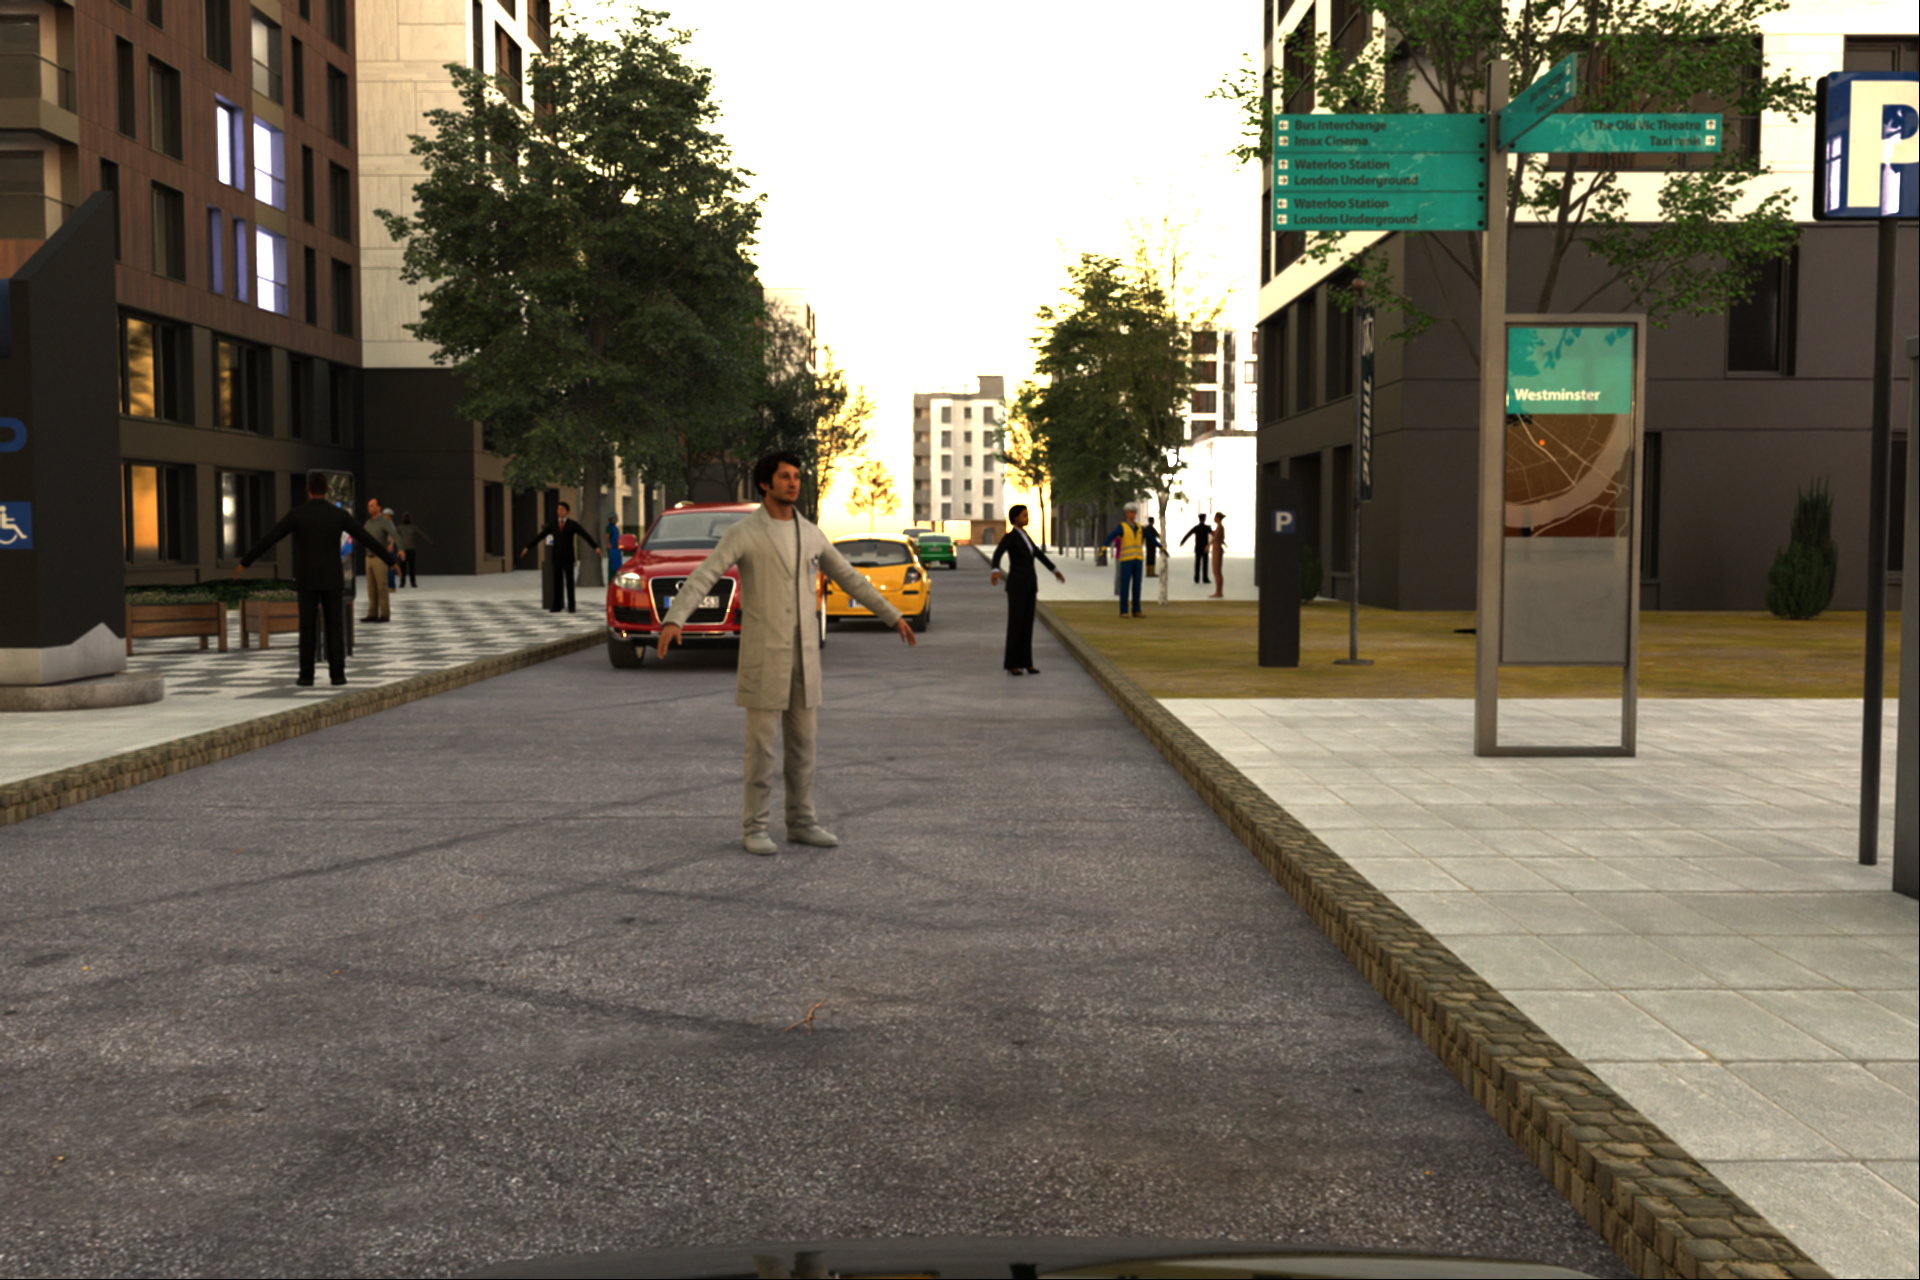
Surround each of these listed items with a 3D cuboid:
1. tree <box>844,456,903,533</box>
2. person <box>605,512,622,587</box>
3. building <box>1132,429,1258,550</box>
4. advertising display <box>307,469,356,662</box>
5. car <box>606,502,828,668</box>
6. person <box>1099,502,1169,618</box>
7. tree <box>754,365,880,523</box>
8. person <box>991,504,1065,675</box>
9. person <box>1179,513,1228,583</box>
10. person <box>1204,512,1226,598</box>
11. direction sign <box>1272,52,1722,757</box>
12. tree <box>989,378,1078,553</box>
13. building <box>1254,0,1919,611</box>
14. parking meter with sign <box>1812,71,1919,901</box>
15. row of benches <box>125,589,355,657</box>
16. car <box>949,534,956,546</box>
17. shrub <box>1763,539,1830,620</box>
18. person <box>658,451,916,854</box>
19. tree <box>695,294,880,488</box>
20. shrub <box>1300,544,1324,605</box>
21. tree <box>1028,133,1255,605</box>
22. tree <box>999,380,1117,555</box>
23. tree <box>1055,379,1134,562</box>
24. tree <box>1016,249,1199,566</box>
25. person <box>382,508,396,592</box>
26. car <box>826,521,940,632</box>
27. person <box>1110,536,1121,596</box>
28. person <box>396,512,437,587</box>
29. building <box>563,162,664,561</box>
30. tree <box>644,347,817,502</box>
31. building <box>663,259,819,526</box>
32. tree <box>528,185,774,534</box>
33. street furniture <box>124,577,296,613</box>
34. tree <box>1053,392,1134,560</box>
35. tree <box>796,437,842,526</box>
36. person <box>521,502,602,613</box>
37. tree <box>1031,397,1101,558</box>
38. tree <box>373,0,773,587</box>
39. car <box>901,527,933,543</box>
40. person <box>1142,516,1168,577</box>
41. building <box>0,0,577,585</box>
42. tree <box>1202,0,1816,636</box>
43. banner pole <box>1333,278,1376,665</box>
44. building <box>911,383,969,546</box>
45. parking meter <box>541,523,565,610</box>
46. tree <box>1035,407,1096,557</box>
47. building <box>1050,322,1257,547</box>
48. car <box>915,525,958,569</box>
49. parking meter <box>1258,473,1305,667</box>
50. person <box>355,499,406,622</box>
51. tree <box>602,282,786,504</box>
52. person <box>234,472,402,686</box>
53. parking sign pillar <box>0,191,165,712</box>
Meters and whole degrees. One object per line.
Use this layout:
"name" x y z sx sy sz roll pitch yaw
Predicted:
"tree" -10.297 -16.639 206.462 7.601 10.594 8.767 0 4 -6
"person" -8.403 -2.202 42.130 0.704 1.817 1.347 0 4 6
"building" 21.175 -12.896 152.998 9.099 9.664 28.070 0 3 0
"advertising display" -6.416 -0.765 17.718 0.123 1.923 0.974 0 4 1
"car" -2.713 -0.705 20.203 2.281 1.827 5.304 0 4 0
"person" 2.662 -1.229 26.550 1.216 1.772 0.721 -2 4 -24
"tree" -8.913 -10.970 105.115 9.928 11.665 9.643 0 3 0
"person" 0.681 -0.517 17.628 0.721 1.740 1.216 3 4 37
"person" 6.355 -2.416 45.431 1.347 1.837 0.705 2 4 28
"person" 5.155 -1.733 35.135 0.721 1.733 1.217 1 4 21
"direction sign" 3.033 -1.259 9.340 2.525 3.948 1.411 0 4 0
"tree" 5.481 -11.636 116.008 9.928 11.665 9.643 0 3 0
"building" 21.198 -12.262 44.466 27.936 21.610 32.646 0 3 0
"parking meter with sign" 3.533 -0.585 5.818 0.543 3.016 1.738 0 4 0
"row of benches" -8.501 -0.200 18.732 4.104 0.672 1.422 -3 5 -43
"car" -1.239 -6.839 120.617 1.959 1.807 4.718 0 4 0
"shrub" 12.502 -0.903 25.873 1.383 1.207 1.383 0 3 0
"person" -0.803 0.046 7.892 1.347 1.806 0.705 -3 4 -37
"tree" -9.286 -10.978 89.856 12.009 13.543 11.850 0 3 0
"shrub" 6.143 -1.251 31.568 1.383 1.207 1.383 0 3 0
"tree" 3.923 -4.954 31.367 4.360 8.622 3.978 0 3 0
"tree" 5.991 -10.449 105.252 8.767 10.594 7.601 2 4 27
"tree" 6.176 -7.839 78.537 4.360 8.622 3.978 0 3 0
"tree" 5.929 -9.269 69.681 7.486 12.596 7.792 0 3 0
"person" -12.609 -1.975 38.147 0.705 1.847 1.347 -2 4 -30
"car" -1.324 -1.016 26.831 2.015 1.641 3.980 0 4 0
"person" 3.400 -1.648 36.213 0.599 1.433 0.991 2 4 34
"person" -13.292 -2.173 41.657 1.348 1.813 0.705 -1 4 -19
"building" -26.643 -13.774 91.671 16.747 18.905 31.486 0 4 -1
"tree" -9.890 -8.627 75.472 8.767 10.594 7.601 -3 5 -44
"building" -26.699 -18.182 141.253 27.936 21.610 32.646 0 4 0
"tree" -9.169 -7.682 51.359 9.928 11.665 9.643 0 3 0
"street furniture" -15.528 -0.820 29.042 10.072 0.657 5.734 -3 4 -36
"tree" 6.172 -8.201 84.450 4.737 8.622 4.395 0 3 0
"tree" -9.565 -10.138 116.123 4.360 8.622 3.978 0 3 0
"person" -6.487 -1.352 28.293 1.347 1.806 0.705 0 4 3
"tree" 6.413 -8.631 91.473 4.360 8.622 3.978 0 3 0
"tree" -8.996 -8.264 41.770 9.857 13.997 8.962 0 3 0
"car" -2.210 -4.982 90.130 2.281 1.827 5.304 0 4 0
"person" 5.738 -2.790 51.760 0.704 1.812 1.346 -2 4 -28
"building" -28.968 -12.665 51.055 27.936 21.610 32.646 0 4 0
"tree" 6.949 -5.872 21.771 9.928 11.665 9.643 0 3 0
"banner pole" 3.901 -1.639 16.812 0.401 3.779 0.863 0 4 -1
"building" -5.578 -21.485 210.162 11.380 20.090 16.016 0 4 5
"parking meter" -6.930 -1.289 29.490 0.372 1.533 0.369 0 3 0
"tree" 6.081 -9.035 98.085 4.360 8.622 3.978 0 3 0
"building" 23.332 -20.754 183.303 27.936 21.610 32.646 0 4 0
"car" -1.059 -3.830 71.417 1.959 1.807 4.718 0 4 -1
"parking meter" 3.108 -0.675 16.744 0.399 1.863 0.255 0 4 -2
"person" -8.506 -1.157 25.196 1.348 1.796 0.705 2 4 30
"tree" -9.947 -8.420 63.419 9.928 11.665 9.643 0 3 0
"person" -5.435 -0.518 14.700 1.346 1.802 0.704 -1 4 -22
"parking sign pillar" -6.851 -1.504 13.068 1.447 3.967 1.447 0 3 0
